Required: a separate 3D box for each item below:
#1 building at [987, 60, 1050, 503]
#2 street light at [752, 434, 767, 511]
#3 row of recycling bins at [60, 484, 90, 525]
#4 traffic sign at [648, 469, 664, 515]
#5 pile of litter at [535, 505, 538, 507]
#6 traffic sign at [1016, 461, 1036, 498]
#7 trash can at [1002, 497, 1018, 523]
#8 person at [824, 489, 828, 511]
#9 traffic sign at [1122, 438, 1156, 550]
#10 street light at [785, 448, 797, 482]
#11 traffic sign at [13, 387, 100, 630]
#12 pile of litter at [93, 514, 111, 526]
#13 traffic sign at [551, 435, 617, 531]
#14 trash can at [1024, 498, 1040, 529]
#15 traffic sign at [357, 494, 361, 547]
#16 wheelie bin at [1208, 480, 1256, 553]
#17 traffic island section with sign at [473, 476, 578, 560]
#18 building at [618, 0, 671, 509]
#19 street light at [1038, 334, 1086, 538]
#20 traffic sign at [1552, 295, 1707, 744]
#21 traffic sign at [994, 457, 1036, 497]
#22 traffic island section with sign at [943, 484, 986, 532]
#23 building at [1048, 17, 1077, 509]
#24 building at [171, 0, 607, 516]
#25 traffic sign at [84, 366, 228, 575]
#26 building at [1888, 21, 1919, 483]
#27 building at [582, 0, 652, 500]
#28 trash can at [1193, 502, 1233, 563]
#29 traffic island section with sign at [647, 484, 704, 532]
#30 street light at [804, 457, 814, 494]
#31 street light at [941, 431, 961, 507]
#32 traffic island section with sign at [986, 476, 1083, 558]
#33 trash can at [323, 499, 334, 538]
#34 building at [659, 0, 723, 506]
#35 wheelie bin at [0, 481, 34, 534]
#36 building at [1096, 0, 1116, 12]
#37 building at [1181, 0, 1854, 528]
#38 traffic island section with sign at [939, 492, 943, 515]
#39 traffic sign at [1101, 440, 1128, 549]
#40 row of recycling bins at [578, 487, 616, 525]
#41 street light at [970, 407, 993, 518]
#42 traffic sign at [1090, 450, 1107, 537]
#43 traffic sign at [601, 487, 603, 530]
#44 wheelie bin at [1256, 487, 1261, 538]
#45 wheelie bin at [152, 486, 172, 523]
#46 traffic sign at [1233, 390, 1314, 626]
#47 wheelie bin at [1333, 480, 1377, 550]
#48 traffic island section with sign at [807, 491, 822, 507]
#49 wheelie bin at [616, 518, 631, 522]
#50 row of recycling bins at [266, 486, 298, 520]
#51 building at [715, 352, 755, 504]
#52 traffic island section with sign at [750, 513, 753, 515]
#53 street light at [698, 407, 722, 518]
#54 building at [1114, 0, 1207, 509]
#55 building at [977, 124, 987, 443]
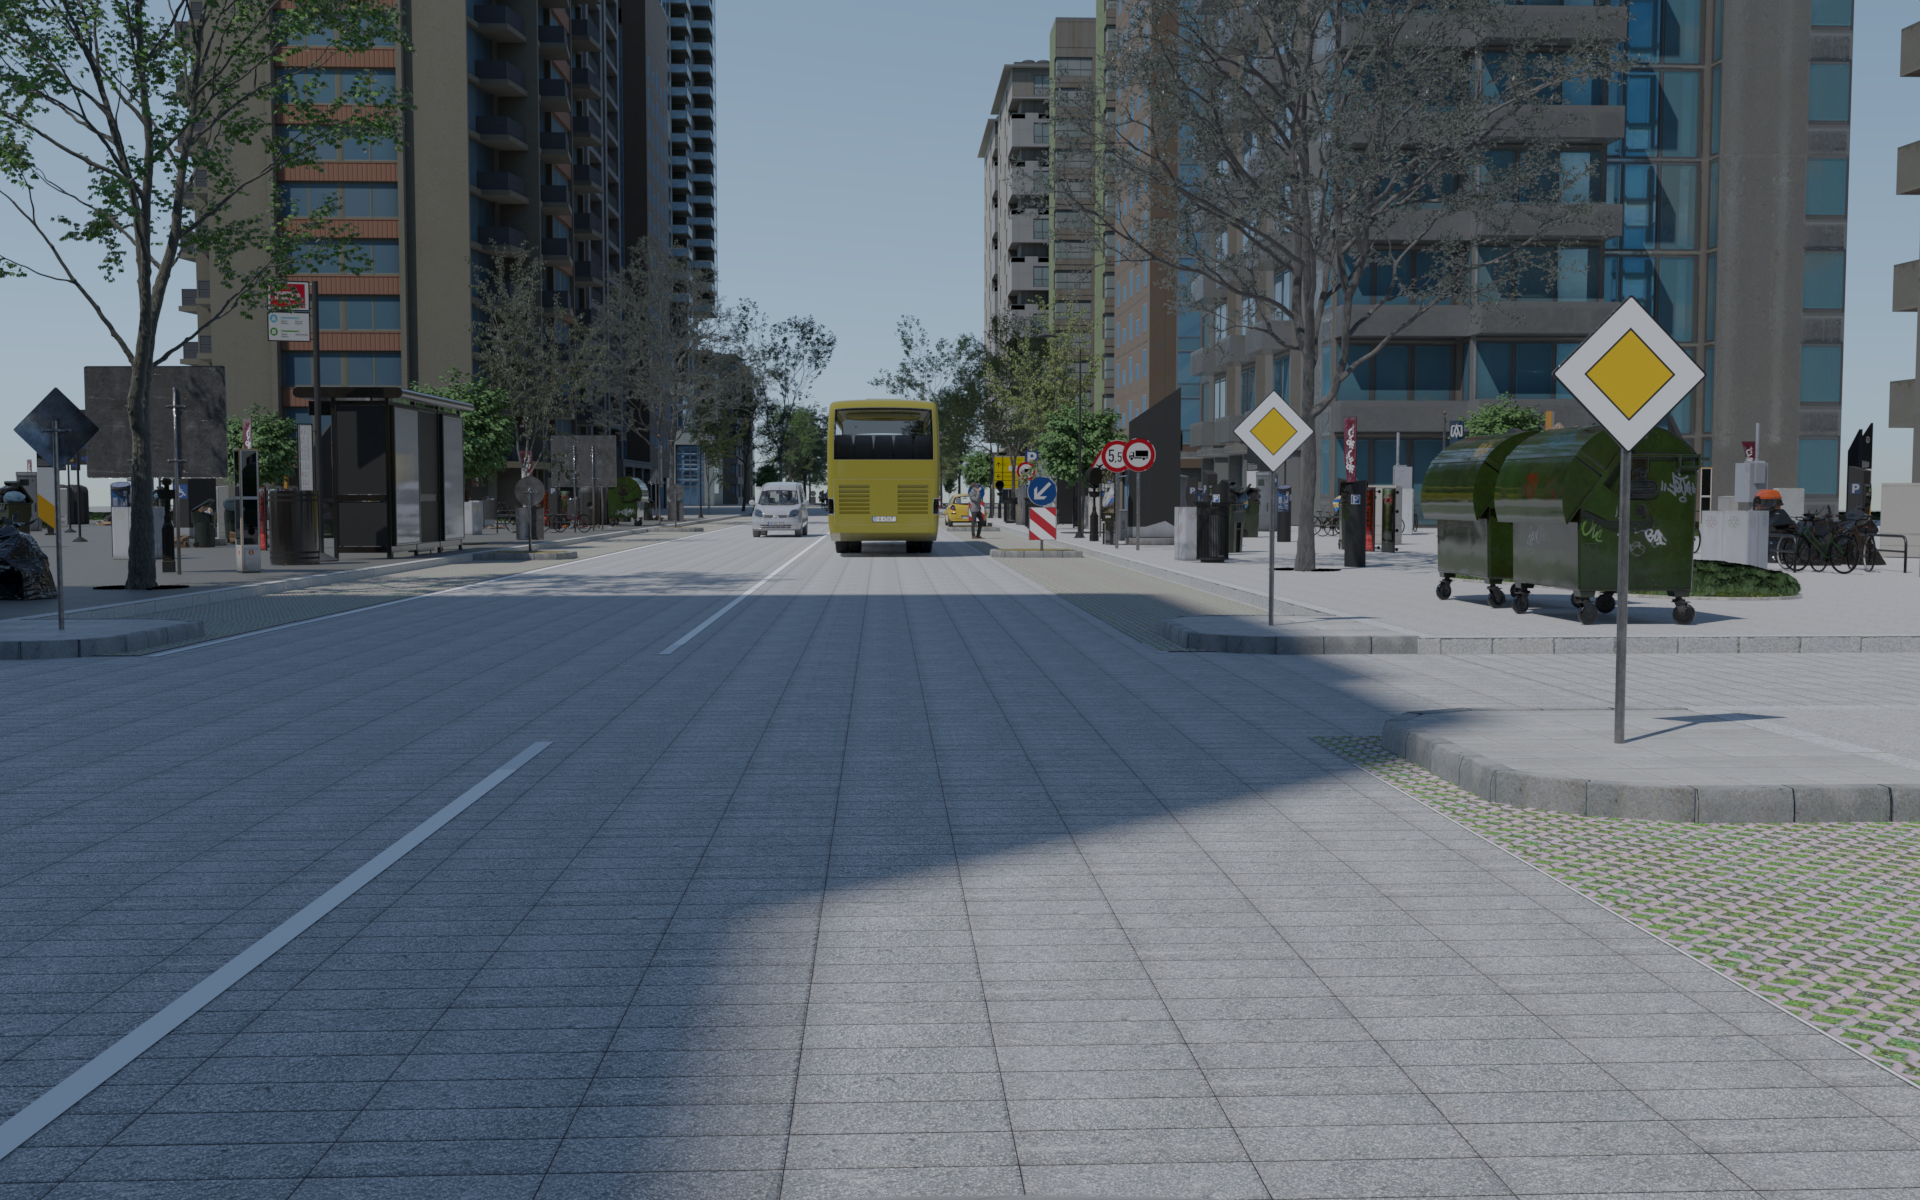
[{"bbox_3d":[18.820,-37.945,209.642,28.713,52.752,27.495,0,4,-3],"label":"building"},{"bbox_3d":[-15.358,-9.858,133.715,1.470,5.913,1.316,0,4,-3],"label":"street light"},{"bbox_3d":[-37.868,-4.052,73.356,1.069,1.692,3.534,0,4,-5],"label":"row of recycling bins"},{"bbox_3d":[-15.757,-5.490,89.771,0.884,2.594,0.081,0,4,5],"label":"traffic sign"},{"bbox_3d":[-18.703,-3.786,75.858,1.719,0.858,1.176,-1,4,-15],"label":"pile of litter"},{"bbox_3d":[2.585,-4.136,67.729,0.768,2.556,0.104,0,4,3],"label":"traffic sign"},{"bbox_3d":[2.215,-3.939,76.057,0.748,1.137,0.748,0,3,0],"label":"trash can"},{"bbox_3d":[-10.933,-8.308,144.200,0.599,1.838,0.709,-3,5,-43],"label":"person"},{"bbox_3d":[4.049,-2.400,39.349,0.768,2.556,0.104,0,4,-2],"label":"traffic sign"},{"bbox_3d":[-17.150,-12.434,175.841,1.470,5.913,1.316,0,4,-3],"label":"street light"},{"bbox_3d":[-8.502,-0.776,16.332,0.795,2.450,0.064,0,4,-3],"label":"traffic sign"},{"bbox_3d":[-34.523,-3.470,70.697,1.719,0.858,1.176,1,4,20],"label":"pile of litter"},{"bbox_3d":[-12.964,-4.025,59.677,2.265,3.308,0.079,0,4,2],"label":"traffic sign"},{"bbox_3d":[2.719,-3.229,64.451,0.748,1.137,0.748,0,3,0],"label":"trash can"},{"bbox_3d":[-14.116,-2.479,40.635,0.768,2.556,0.104,0,4,1],"label":"traffic sign"},{"bbox_3d":[5.881,-1.835,37.917,0.693,1.594,0.980,3,4,37],"label":"wheelie bin"},{"bbox_3d":[-9.505,-1.803,38.099,1.989,1.847,2.006,0,4,-3],"label":"traffic island section with sign"},{"bbox_3d":[-32.472,-30.378,146.792,14.600,45.320,14.200,0,4,-3],"label":"building"},{"bbox_3d":[2.944,-4.755,50.280,1.470,5.913,1.316,0,4,-3],"label":"street light"},{"bbox_3d":[3.391,-0.319,8.853,0.795,2.450,0.064,0,4,-3],"label":"traffic sign"},{"bbox_3d":[2.922,-6.029,92.448,2.265,3.308,0.079,0,3,0],"label":"traffic sign"},{"bbox_3d":[0.483,-3.552,66.699,1.989,1.847,2.006,0,4,-3],"label":"traffic island section with sign"},{"bbox_3d":[14.692,-28.710,153.005,14.154,41.232,14.086,0,4,-3],"label":"building"},{"bbox_3d":[-33.773,-27.500,104.242,22.147,44.769,28.867,0,4,-3],"label":"building"},{"bbox_3d":[-12.763,-2.058,27.515,2.265,3.308,0.079,0,4,1],"label":"traffic sign"},{"bbox_3d":[32.206,-25.089,33.912,21.600,48.544,21.300,0,4,-3],"label":"building"},{"bbox_3d":[-34.092,-42.216,128.487,20.563,71.187,20.611,0,4,-3],"label":"building"},{"bbox_3d":[4.728,-1.269,32.404,0.748,1.137,0.748,0,3,0],"label":"trash can"},{"bbox_3d":[-10.761,-3.488,65.652,1.989,1.847,2.006,0,4,-3],"label":"traffic island section with sign"},{"bbox_3d":[-19.001,-14.984,217.527,1.470,5.913,1.316,0,4,-3],"label":"street light"},{"bbox_3d":[-0.528,-9.467,127.322,1.470,5.913,1.316,0,4,-3],"label":"street light"},{"bbox_3d":[1.703,-1.892,39.559,1.989,1.847,2.006,0,4,-3],"label":"traffic island section with sign"},{"bbox_3d":[-18.422,-2.376,50.505,0.748,1.137,0.748,0,3,0],"label":"trash can"},{"bbox_3d":[-37.873,-53.994,195.471,22.319,86.520,31.000,0,4,-3],"label":"building"},{"bbox_3d":[-22.642,-2.051,41.440,0.980,1.594,0.693,2,4,32],"label":"wheelie bin"},{"bbox_3d":[15.720,-26.362,114.612,14.154,41.232,14.086,0,4,-3],"label":"building"},{"bbox_3d":[22.752,-27.942,76.461,23.786,49.044,30.456,0,4,-3],"label":"building"},{"bbox_3d":[-1.763,-6.601,116.551,1.989,1.847,2.006,0,4,-3],"label":"traffic island section with sign"},{"bbox_3d":[3.698,-2.486,40.759,0.768,2.556,0.104,0,4,6],"label":"traffic sign"},{"bbox_3d":[-15.115,-3.992,72.375,1.069,1.692,3.534,0,4,2],"label":"row of recycling bins"},{"bbox_3d":[1.082,-7.283,91.614,1.470,5.913,1.316,0,4,-3],"label":"street light"},{"bbox_3d":[4.181,-3.153,51.556,0.884,2.594,0.081,0,4,0],"label":"traffic sign"},{"bbox_3d":[-12.814,-3.665,62.045,0.606,2.300,0.079,0,4,5],"label":"traffic sign"},{"bbox_3d":[8.566,-2.650,51.229,0.693,1.594,0.980,0,4,7],"label":"wheelie bin"},{"bbox_3d":[-32.120,-3.774,69.609,0.693,1.594,0.980,-3,5,-45],"label":"wheelie bin"},{"bbox_3d":[3.031,-0.807,16.830,0.795,2.450,0.064,0,4,-3],"label":"traffic sign"},{"bbox_3d":[9.118,-1.961,39.978,0.980,1.594,0.693,0,4,7],"label":"wheelie bin"},{"bbox_3d":[-16.748,-11.615,198.540,1.989,1.847,2.006,0,4,-3],"label":"traffic island section with sign"},{"bbox_3d":[-15.409,-4.378,79.485,0.693,1.594,0.980,2,4,31],"label":"wheelie bin"},{"bbox_3d":[-33.757,-4.846,86.337,1.069,1.692,3.534,0,4,4],"label":"row of recycling bins"},{"bbox_3d":[-41.911,-23.387,227.422,27.650,21.520,28.899,0,4,-3],"label":"building"},{"bbox_3d":[-13.045,-6.589,116.352,1.989,1.847,2.006,0,4,-3],"label":"traffic island section with sign"},{"bbox_3d":[-13.370,-7.355,92.800,1.470,5.913,1.316,0,4,-3],"label":"street light"},{"bbox_3d":[16.804,-27.524,100.128,14.600,45.320,14.200,0,4,-3],"label":"building"},{"bbox_3d":[17.444,-39.680,238.006,28.713,52.752,27.495,0,4,-3],"label":"building"}]
